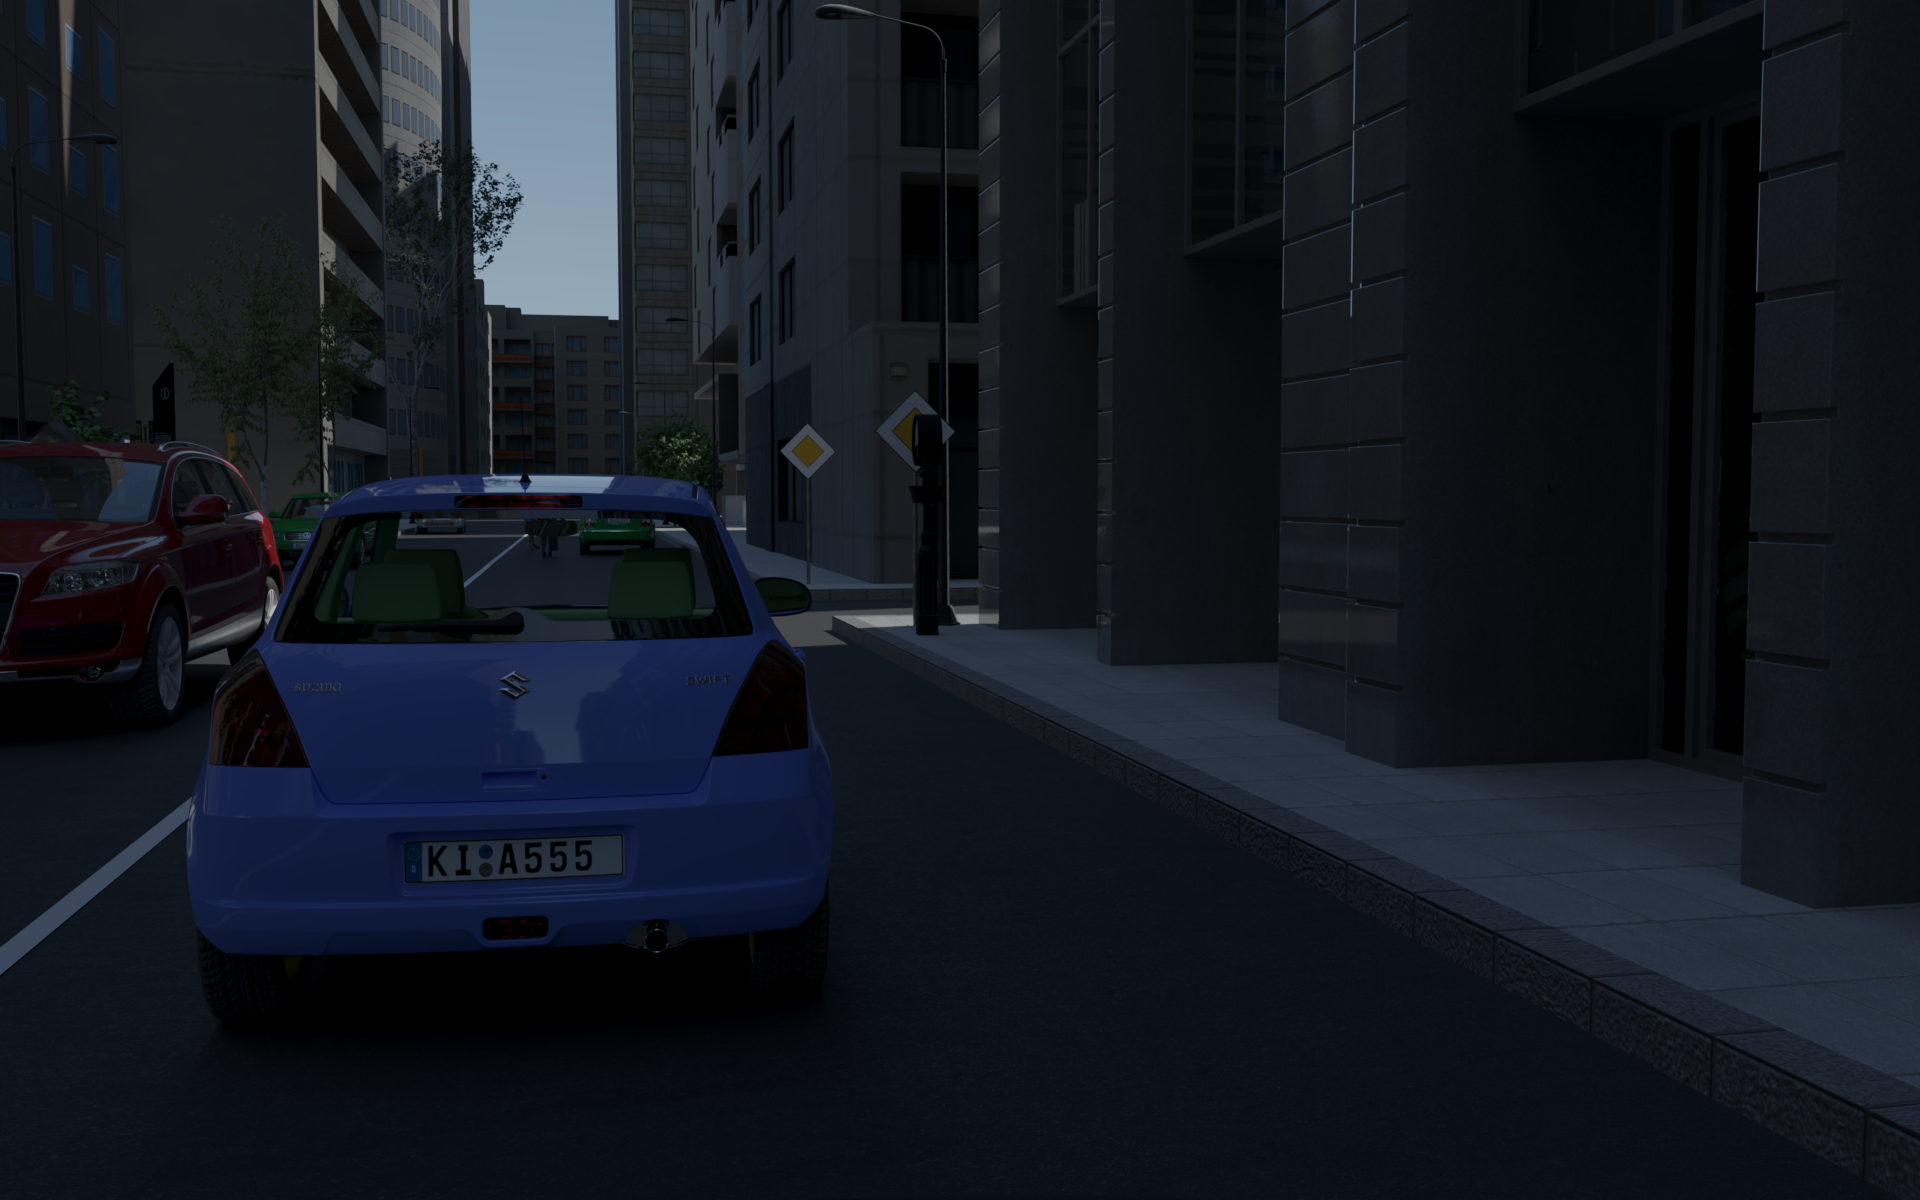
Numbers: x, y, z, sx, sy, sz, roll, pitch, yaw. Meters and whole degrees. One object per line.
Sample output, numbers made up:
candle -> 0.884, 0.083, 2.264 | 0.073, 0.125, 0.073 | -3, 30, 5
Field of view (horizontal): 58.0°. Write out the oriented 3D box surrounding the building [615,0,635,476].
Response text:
building -> -20.971, -37.788, 159.826 | 21.231, 58.520, 28.212 | -1, 4, -12

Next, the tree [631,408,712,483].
tree -> -10.881, -5.044, 66.184 | 4.285, 4.588, 4.351 | 0, 3, 0

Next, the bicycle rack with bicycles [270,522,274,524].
bicycle rack with bicycles -> -17.500, -1.670, 40.686 | 2.925, 0.926, 2.852 | -2, 4, -29

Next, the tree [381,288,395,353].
tree -> -19.387, -6.253, 52.592 | 4.737, 8.622, 4.395 | 0, 3, 0

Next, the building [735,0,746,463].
building -> 0.327, -24.799, 55.579 | 14.600, 45.320, 14.200 | -1, 4, -12

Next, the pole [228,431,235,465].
pole -> -23.683, -3.824, 56.370 | 0.158, 3.312, 0.155 | 0, 3, 0

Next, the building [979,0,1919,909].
building -> 8.614, -13.797, 3.068 | 11.434, 29.767, 29.804 | -1, 4, -12

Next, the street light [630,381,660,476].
street light -> -12.732, -6.059, 71.599 | 1.470, 5.913, 1.316 | -1, 4, -12

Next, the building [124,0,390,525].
building -> -33.836, -26.945, 64.252 | 21.300, 48.544, 21.600 | -1, 4, -12

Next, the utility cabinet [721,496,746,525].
utility cabinet -> -9.329, -3.681, 71.340 | 1.020, 1.237, 0.306 | -3, 5, -41

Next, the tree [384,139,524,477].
tree -> -28.494, -14.093, 86.304 | 12.611, 20.169, 13.585 | 0, 3, 0

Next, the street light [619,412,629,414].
street light -> -18.536, -7.670, 97.942 | 1.470, 5.913, 1.316 | -1, 4, -12

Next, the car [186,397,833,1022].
car -> -1.453, 0.213, 6.111 | 1.945, 1.707, 3.694 | -1, 4, -11

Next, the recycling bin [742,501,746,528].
recycling bin -> -7.917, -3.310, 66.668 | 0.722, 1.027, 0.722 | 1, 4, 17

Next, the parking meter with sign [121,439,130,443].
parking meter with sign -> -26.923, -3.597, 55.074 | 1.738, 3.016, 0.543 | 2, 4, 28

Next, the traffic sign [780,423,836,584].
traffic sign -> -2.163, -1.284, 24.629 | 0.795, 2.450, 0.064 | -1, 4, -12

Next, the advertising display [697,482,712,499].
advertising display -> -10.626, -4.015, 70.854 | 0.974, 1.923, 0.123 | -1, 4, -14

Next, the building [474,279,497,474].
building -> -57.090, -18.881, 153.751 | 28.899, 21.520, 27.650 | -1, 4, -12

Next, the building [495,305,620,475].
building -> -49.964, -21.121, 190.370 | 28.899, 21.520, 27.650 | -1, 4, -12

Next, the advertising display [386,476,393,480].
advertising display -> -19.953, -3.389, 60.631 | 0.123, 1.923, 0.974 | -1, 4, -13

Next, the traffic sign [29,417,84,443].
traffic sign -> -11.731, -1.156, 22.540 | 0.795, 2.450, 0.064 | -1, 4, -12

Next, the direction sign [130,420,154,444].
direction sign -> -24.992, -3.744, 53.218 | 0.876, 3.537, 0.379 | -1, 4, -18

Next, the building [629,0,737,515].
building -> -14.134, -26.192, 111.837 | 14.154, 41.232, 14.086 | -1, 4, -12

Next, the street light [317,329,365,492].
street light -> -17.443, -4.663, 48.778 | 1.470, 5.913, 1.316 | -1, 4, -12

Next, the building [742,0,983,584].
building -> 6.626, -36.479, 34.678 | 20.611, 71.187, 20.563 | -1, 4, -12

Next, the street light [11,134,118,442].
street light -> -11.567, -3.049, 22.393 | 1.470, 5.913, 1.316 | -1, 4, -12

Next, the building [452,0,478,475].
building -> -43.791, -29.285, 128.921 | 14.600, 45.320, 14.200 | -1, 4, -12

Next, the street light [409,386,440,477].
street light -> -23.102, -6.248, 74.697 | 1.470, 5.913, 1.316 | -1, 4, -12

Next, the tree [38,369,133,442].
tree -> -13.684, -1.959, 26.639 | 1.663, 3.219, 1.824 | 0, 3, 0

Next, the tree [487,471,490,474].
tree -> -38.657, -9.044, 142.462 | 1.663, 3.219, 1.824 | 0, 3, 0

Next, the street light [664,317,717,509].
street light -> -7.037, -4.475, 45.712 | 1.470, 5.913, 1.316 | -1, 4, -12

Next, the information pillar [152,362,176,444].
information pillar -> -14.187, -2.422, 30.951 | 0.504, 3.616, 0.183 | 2, 4, 26

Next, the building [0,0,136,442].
building -> -24.988, -23.355, 31.973 | 14.600, 45.320, 14.200 | -1, 4, -12

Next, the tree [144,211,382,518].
tree -> -18.192, -5.756, 44.476 | 4.737, 8.622, 4.395 | 0, 3, 0

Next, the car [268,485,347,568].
car -> -12.554, -1.563, 34.356 | 1.959, 1.807, 4.718 | -1, 4, -11

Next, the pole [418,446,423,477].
pole -> -23.042, -4.902, 73.986 | 0.158, 3.312, 0.155 | 0, 3, 0

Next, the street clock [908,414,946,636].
street clock -> -0.299, -0.683, 15.737 | 0.358, 2.002, 0.471 | -1, 4, -9

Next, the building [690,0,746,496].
building -> -22.727, -37.161, 196.824 | 27.495, 52.752, 28.713 | -1, 4, -12

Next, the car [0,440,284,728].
car -> -6.172, -0.211, 12.118 | 2.281, 1.827, 5.304 | -1, 4, -11

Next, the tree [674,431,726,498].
tree -> -7.631, -3.564, 52.865 | 1.663, 3.219, 1.824 | 0, 3, 0

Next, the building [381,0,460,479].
building -> -43.008, -34.528, 106.534 | 21.231, 58.520, 28.212 | -1, 4, -12

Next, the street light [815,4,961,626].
street light -> -0.691, -2.703, 16.727 | 1.470, 5.913, 1.316 | -1, 4, -12

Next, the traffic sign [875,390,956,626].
traffic sign -> -0.438, -0.807, 16.831 | 0.795, 2.450, 0.064 | -1, 4, -12
